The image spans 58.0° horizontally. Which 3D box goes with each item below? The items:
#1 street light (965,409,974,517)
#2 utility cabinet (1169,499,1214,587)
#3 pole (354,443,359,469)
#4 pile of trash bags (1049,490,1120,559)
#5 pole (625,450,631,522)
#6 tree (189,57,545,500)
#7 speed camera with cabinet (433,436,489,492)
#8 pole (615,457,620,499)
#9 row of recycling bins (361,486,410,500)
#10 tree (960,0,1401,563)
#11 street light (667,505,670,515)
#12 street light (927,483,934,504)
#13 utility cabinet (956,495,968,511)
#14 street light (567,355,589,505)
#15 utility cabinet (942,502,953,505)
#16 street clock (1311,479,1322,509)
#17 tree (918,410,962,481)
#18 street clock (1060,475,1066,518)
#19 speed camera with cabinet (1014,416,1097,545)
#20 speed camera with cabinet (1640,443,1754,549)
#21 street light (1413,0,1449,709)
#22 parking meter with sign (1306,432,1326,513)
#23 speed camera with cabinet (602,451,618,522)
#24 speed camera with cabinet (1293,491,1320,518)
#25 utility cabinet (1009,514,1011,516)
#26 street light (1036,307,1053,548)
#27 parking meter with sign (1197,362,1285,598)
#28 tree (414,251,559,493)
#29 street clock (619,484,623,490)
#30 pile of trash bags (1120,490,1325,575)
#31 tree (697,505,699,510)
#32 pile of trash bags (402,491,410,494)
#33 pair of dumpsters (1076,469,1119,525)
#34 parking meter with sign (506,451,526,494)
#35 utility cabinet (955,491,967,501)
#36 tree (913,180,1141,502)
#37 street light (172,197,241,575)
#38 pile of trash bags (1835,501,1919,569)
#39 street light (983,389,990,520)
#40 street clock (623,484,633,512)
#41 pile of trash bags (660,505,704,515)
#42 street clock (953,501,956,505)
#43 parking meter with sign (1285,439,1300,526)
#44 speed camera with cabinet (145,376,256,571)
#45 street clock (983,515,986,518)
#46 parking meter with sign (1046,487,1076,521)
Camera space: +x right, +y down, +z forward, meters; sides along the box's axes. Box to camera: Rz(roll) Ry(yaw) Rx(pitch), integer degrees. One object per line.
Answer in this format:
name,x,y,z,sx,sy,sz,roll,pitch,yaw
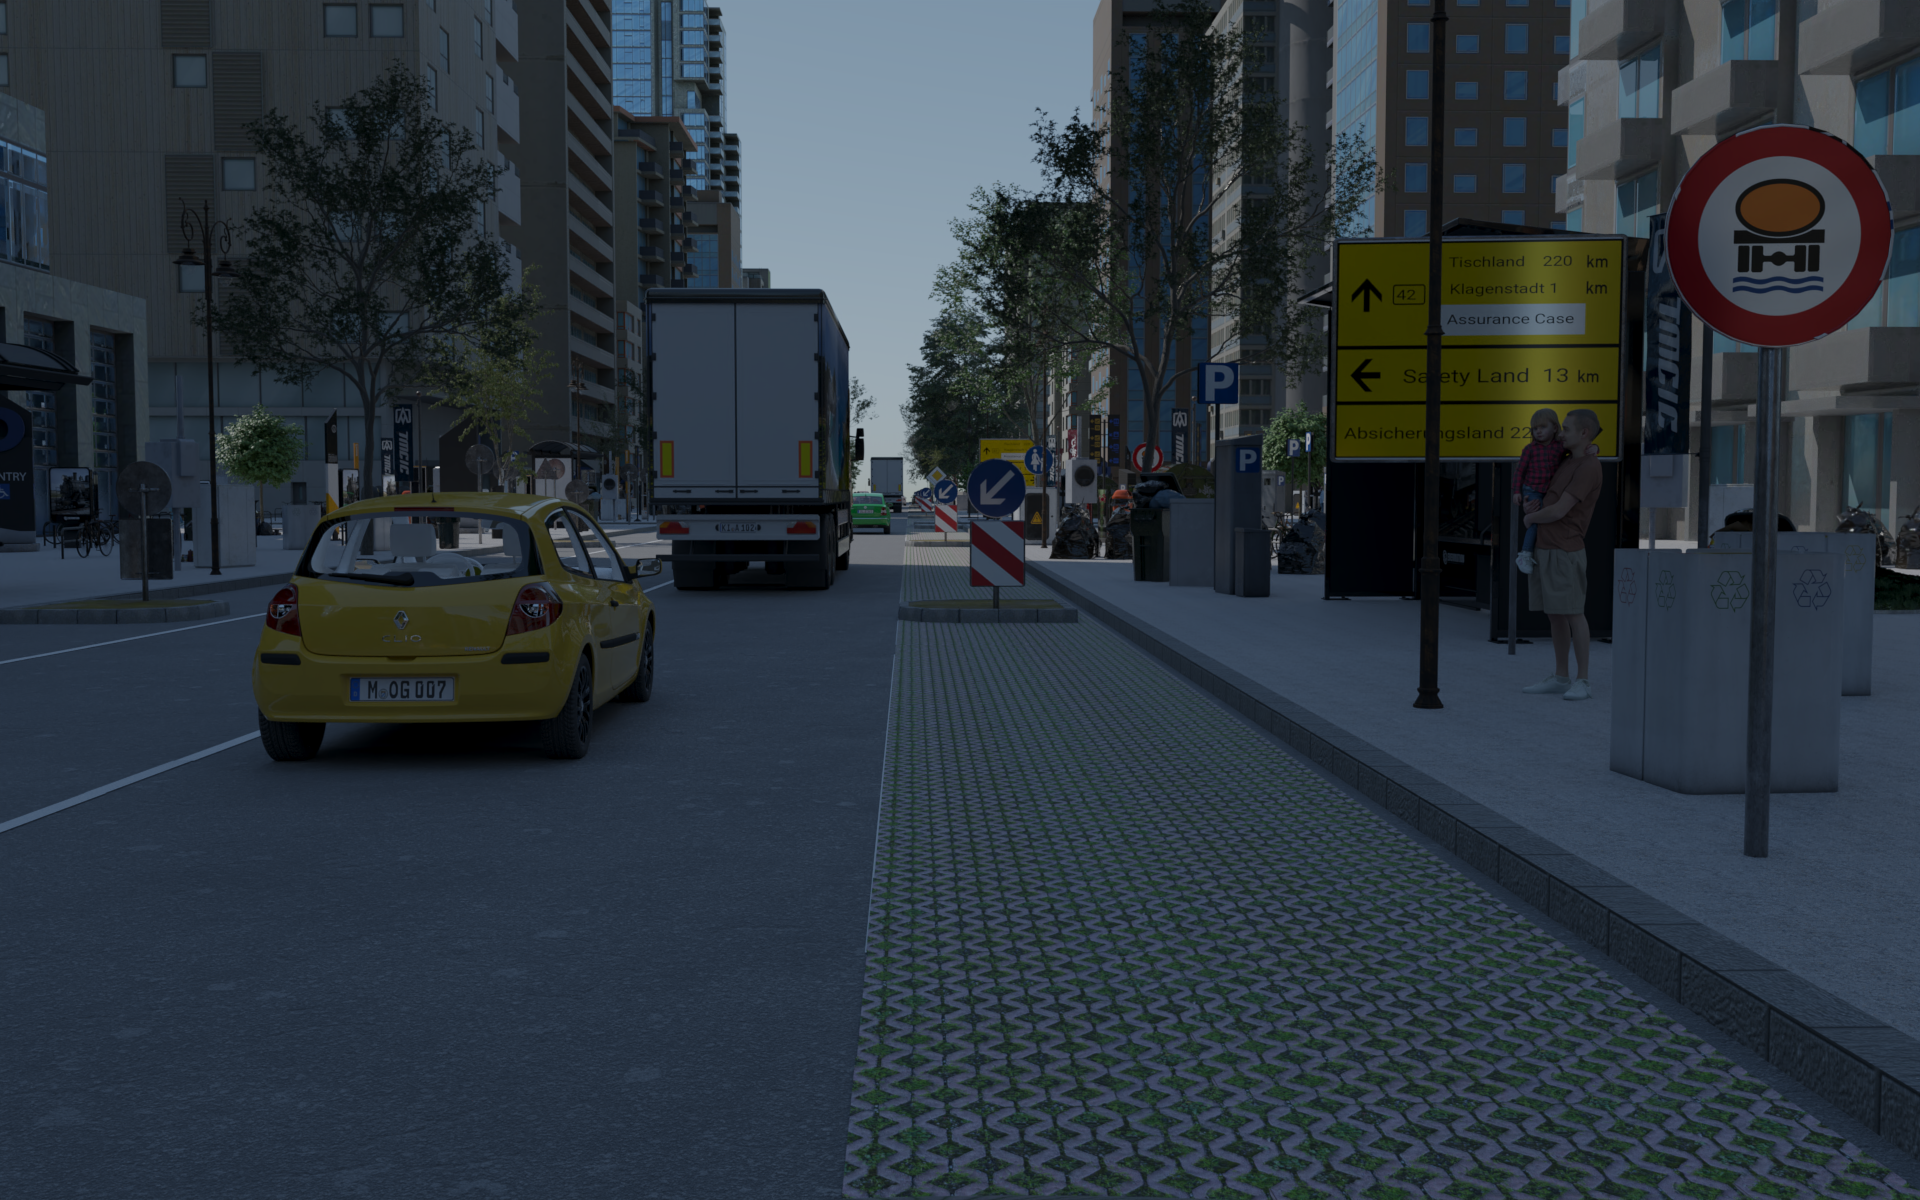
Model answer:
street light,0.507,-7.445,94.518,0.468,5.910,1.993,0,4,-2
utility cabinet,3.445,-0.790,24.083,1.020,1.237,0.306,1,4,21
pole,-24.084,-4.607,69.164,0.158,3.312,0.155,0,3,0
pile of trash bags,3.012,-1.569,35.403,1.912,1.369,3.447,1,4,17
pole,-15.409,-5.292,80.370,0.158,3.312,0.155,0,3,0
tree,-12.207,-6.234,36.332,7.601,10.594,8.767,-3,5,-43
speed camera with cabinet,-16.849,-3.924,58.486,2.038,3.252,0.660,2,4,29
pole,-18.856,-6.207,95.333,0.158,3.312,0.155,0,3,0
row of recycling bins,-28.253,-4.781,85.289,1.069,1.692,3.534,1,4,17
tree,3.554,-5.935,31.451,8.767,10.594,7.601,-3,5,-43
street light,-13.476,-6.552,79.913,0.468,5.910,1.993,0,4,-2
street light,-4.192,-17.215,254.246,0.468,5.910,1.993,0,4,-2
utility cabinet,0.239,-7.499,133.772,1.020,1.237,0.306,-1,4,-8
street light,-12.749,-5.206,57.913,0.468,5.910,1.993,0,4,-2
utility cabinet,-0.983,-8.192,145.093,1.020,1.237,0.306,-1,4,-17
street clock,13.659,-3.775,66.299,0.471,2.002,0.358,-2,4,-32
tree,-1.319,-12.181,149.519,4.737,8.622,4.395,0,3,0
street clock,3.976,-3.811,66.885,0.358,2.002,0.471,3,5,41
speed camera with cabinet,2.410,-3.023,43.757,2.038,3.252,0.660,-1,4,-14
speed camera with cabinet,12.544,-2.122,29.028,2.038,3.252,0.660,2,4,32
street light,2.817,-2.291,10.240,0.468,5.910,1.993,0,4,-2
parking meter with sign,10.663,-3.216,48.836,1.738,3.016,0.543,0,4,-3
speed camera with cabinet,-16.718,-5.199,79.332,2.038,3.252,0.660,0,4,-5
speed camera with cabinet,18.345,-5.908,90.924,0.660,3.252,2.038,-2,4,-33
utility cabinet,2.663,-5.622,100.598,1.173,1.500,0.318,1,4,13
street light,1.997,-4.164,40.873,0.468,5.910,1.993,0,4,-2
parking meter with sign,3.560,-1.588,22.229,0.543,3.016,1.738,-1,4,-10
tree,-13.939,-6.221,52.071,4.737,8.622,4.395,0,3,0
street clock,-25.032,-7.573,128.383,0.471,2.002,0.358,3,5,39
pile of trash bags,4.704,-1.179,29.032,3.447,1.369,1.912,2,4,35
tree,-14.309,-9.646,92.117,7.601,10.594,8.767,1,4,12
pile of trash bags,-29.169,-4.931,90.382,1.912,1.369,3.447,-2,4,-28
pair of dumpsters,5.389,-4.045,68.634,1.574,2.255,4.437,0,4,-2
parking meter with sign,-17.404,-4.462,69.220,1.738,3.016,0.543,3,5,43
utility cabinet,0.022,-8.428,146.478,0.318,1.500,1.173,-2,4,-35
tree,2.536,-8.095,58.110,9.928,11.665,9.643,0,3,0
street light,-11.827,-3.337,27.344,0.468,5.910,1.993,0,4,-2
pile of trash bags,16.801,-1.235,29.939,1.912,1.369,3.447,-2,4,-33
street light,1.131,-6.011,71.072,0.468,5.910,1.993,0,4,-2
street clock,-24.022,-7.432,126.087,0.358,2.002,0.471,2,4,25
pile of trash bags,-15.103,-5.280,96.080,3.447,1.369,1.912,3,5,42
street clock,-0.444,-8.129,137.474,0.471,2.002,0.358,-1,4,-13
parking meter with sign,10.102,-3.638,55.748,0.543,3.016,1.738,-2,4,-35
speed camera with cabinet,-13.031,-2.166,29.746,0.660,3.252,2.038,1,4,16
street clock,1.373,-5.487,94.282,0.358,2.002,0.471,-3,5,-43
parking meter with sign,4.724,-5.138,80.270,1.738,3.016,0.543,-2,4,-25
